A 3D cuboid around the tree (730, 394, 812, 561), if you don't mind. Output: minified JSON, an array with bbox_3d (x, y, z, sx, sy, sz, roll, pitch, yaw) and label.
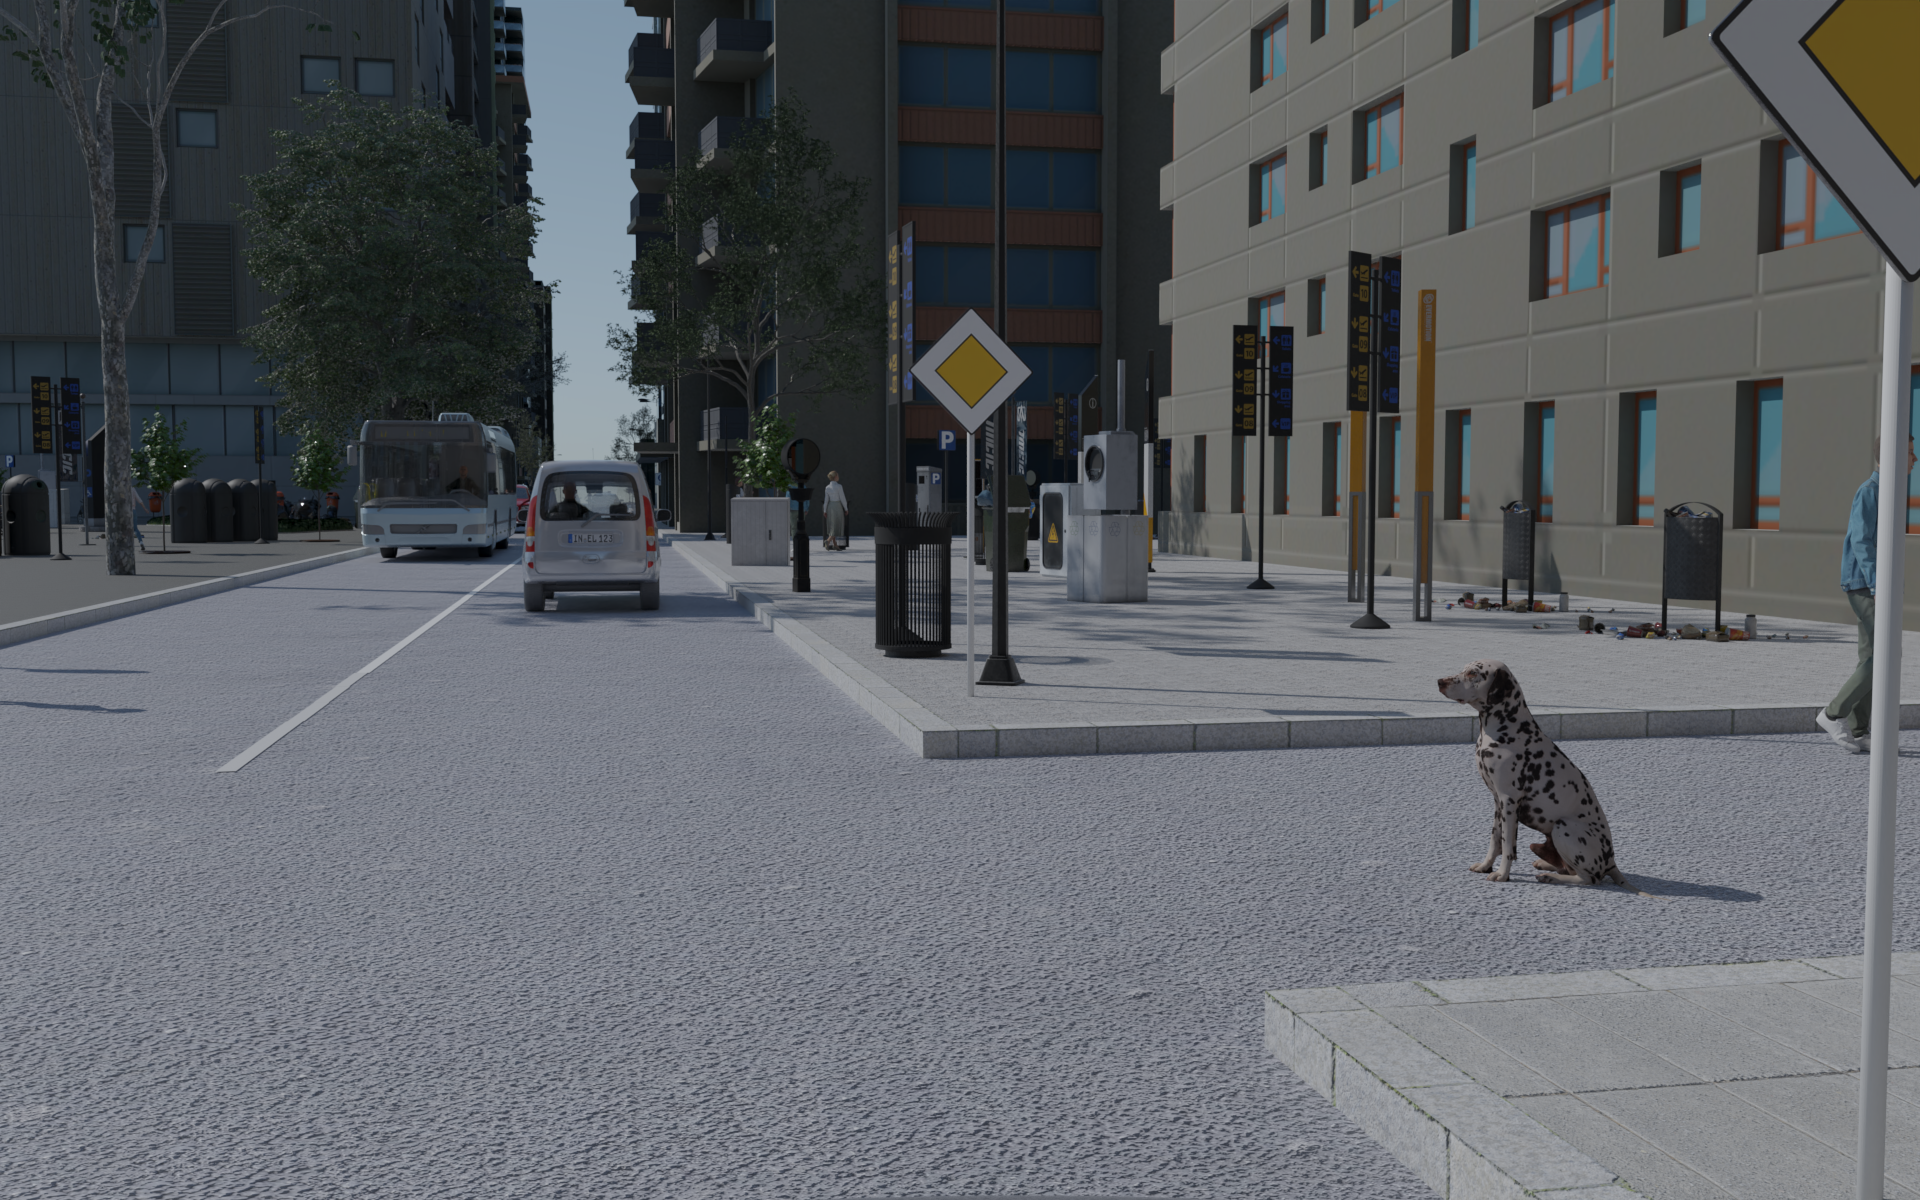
[{"bbox_3d":[-3.485,-2.384,33.579,1.663,3.219,1.824,0,3,0],"label":"tree"}]

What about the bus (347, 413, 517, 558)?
[{"bbox_3d":[-12.366,-2.871,41.804,2.948,3.499,13.247,-1,4,-11],"label":"bus"}]

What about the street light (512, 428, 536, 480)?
[{"bbox_3d":[-30.654,-9.079,120.976,1.470,5.913,1.316,-1,4,-11],"label":"street light"}]

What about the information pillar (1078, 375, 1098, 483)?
[{"bbox_3d":[2.529,-2.615,34.110,0.504,3.616,0.183,-3,5,-43],"label":"information pillar"}]

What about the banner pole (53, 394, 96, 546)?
[{"bbox_3d":[-22.052,-3.249,43.137,0.863,3.779,0.401,-2,4,-31],"label":"banner pole"}]

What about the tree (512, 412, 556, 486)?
[{"bbox_3d":[-37.630,-12.327,151.902,4.360,8.622,3.978,0,3,0],"label":"tree"}]

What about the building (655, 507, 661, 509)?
[{"bbox_3d":[-25.135,-54.037,196.181,22.319,86.520,31.000,-1,4,-11],"label":"building"}]

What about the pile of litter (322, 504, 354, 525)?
[{"bbox_3d":[-25.898,-3.556,72.102,1.176,0.858,1.719,2,4,32],"label":"pile of litter"}]

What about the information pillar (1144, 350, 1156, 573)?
[{"bbox_3d":[3.102,-2.269,28.454,0.183,3.616,0.504,0,4,-2],"label":"information pillar"}]

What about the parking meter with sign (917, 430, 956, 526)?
[{"bbox_3d":[-0.837,-3.161,47.951,0.543,3.016,1.738,-2,4,-34],"label":"parking meter with sign"}]

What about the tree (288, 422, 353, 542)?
[{"bbox_3d":[-17.112,-3.177,46.548,1.663,3.219,1.824,0,3,0],"label":"tree"}]

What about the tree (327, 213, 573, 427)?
[{"bbox_3d":[-22.196,-10.094,75.403,12.009,13.543,11.850,0,3,0],"label":"tree"}]

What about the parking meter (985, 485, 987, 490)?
[{"bbox_3d":[0.481,-2.072,42.291,0.372,1.533,0.369,0,3,0],"label":"parking meter"}]

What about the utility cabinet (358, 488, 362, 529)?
[{"bbox_3d":[-21.376,-3.344,63.346,1.173,1.500,0.318,0,4,-5],"label":"utility cabinet"}]

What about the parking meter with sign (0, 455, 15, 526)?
[{"bbox_3d":[-42.756,-4.917,76.657,0.543,3.016,1.738,2,4,25],"label":"parking meter with sign"}]

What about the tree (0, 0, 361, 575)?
[{"bbox_3d":[-13.965,-10.378,25.574,12.611,20.169,13.585,0,3,0],"label":"tree"}]

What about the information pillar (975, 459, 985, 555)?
[{"bbox_3d":[0.363,-1.964,36.597,0.304,2.012,0.304,0,4,4],"label":"information pillar"}]

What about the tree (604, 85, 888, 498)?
[{"bbox_3d":[-4.560,-6.410,39.218,7.601,10.594,8.767,0,4,-6],"label":"tree"}]

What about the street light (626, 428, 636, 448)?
[{"bbox_3d":[-22.615,-9.167,122.428,1.470,5.913,1.316,-1,4,-11],"label":"street light"}]

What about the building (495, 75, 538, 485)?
[{"bbox_3d":[-55.056,-31.938,176.814,22.147,44.769,28.867,-1,4,-11],"label":"building"}]

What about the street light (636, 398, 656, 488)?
[{"bbox_3d":[-15.143,-6.928,85.819,1.470,5.913,1.316,-1,4,-11],"label":"street light"}]

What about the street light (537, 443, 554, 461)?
[{"bbox_3d":[-39.859,-11.842,166.150,1.470,5.913,1.316,-1,4,-11],"label":"street light"}]

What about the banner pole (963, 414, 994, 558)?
[{"bbox_3d":[0.473,-2.735,34.733,0.863,3.779,0.401,-2,4,-25],"label":"banner pole"}]

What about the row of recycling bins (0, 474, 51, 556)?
[{"bbox_3d":[-20.543,-1.730,35.391,1.069,1.692,3.534,3,5,40],"label":"row of recycling bins"}]

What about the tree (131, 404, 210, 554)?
[{"bbox_3d":[-17.315,-2.612,37.312,1.663,3.219,1.824,0,3,0],"label":"tree"}]

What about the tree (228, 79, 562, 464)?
[{"bbox_3d":[-17.805,-9.046,54.556,9.857,13.997,8.962,0,3,0],"label":"tree"}]

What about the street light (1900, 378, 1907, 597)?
[{"bbox_3d":[1.481,-1.856,2.880,1.470,5.913,1.316,-1,4,-11],"label":"street light"}]

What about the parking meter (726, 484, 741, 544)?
[{"bbox_3d":[-5.846,-2.219,44.689,0.372,1.533,0.369,0,3,0],"label":"parking meter"}]

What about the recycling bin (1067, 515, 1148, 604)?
[{"bbox_3d":[1.762,-0.499,20.710,0.722,1.027,0.722,-2,4,-34],"label":"recycling bin"}]

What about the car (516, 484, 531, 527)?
[{"bbox_3d":[-16.949,-3.437,64.865,2.281,1.827,5.304,-1,4,-13],"label":"car"}]

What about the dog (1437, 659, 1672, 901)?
[{"bbox_3d":[2.225,0.642,6.346,0.513,0.831,0.800,-3,5,-44],"label":"dog"}]

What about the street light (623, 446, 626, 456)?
[{"bbox_3d":[-29.901,-11.388,158.730,1.470,5.913,1.316,-1,4,-11],"label":"street light"}]

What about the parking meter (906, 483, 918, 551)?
[{"bbox_3d":[-1.145,-1.898,39.442,0.372,1.533,0.369,0,3,0],"label":"parking meter"}]

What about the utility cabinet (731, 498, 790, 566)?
[{"bbox_3d":[-3.567,-1.213,31.000,1.020,1.237,0.306,0,4,3],"label":"utility cabinet"}]

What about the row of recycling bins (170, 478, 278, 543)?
[{"bbox_3d":[-19.732,-2.418,46.641,1.069,1.692,3.534,1,4,19],"label":"row of recycling bins"}]

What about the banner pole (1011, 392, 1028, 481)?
[{"bbox_3d":[1.375,-3.120,41.036,0.401,3.779,0.863,-2,4,-29],"label":"banner pole"}]

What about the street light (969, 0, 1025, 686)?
[{"bbox_3d":[-0.260,-2.379,11.440,1.470,5.913,1.316,-1,4,-11],"label":"street light"}]

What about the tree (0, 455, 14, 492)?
[{"bbox_3d":[-39.381,-4.607,69.924,1.663,3.219,1.824,0,3,0],"label":"tree"}]

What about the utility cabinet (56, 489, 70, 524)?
[{"bbox_3d":[-38.071,-3.930,72.929,1.173,1.500,0.318,1,4,18],"label":"utility cabinet"}]

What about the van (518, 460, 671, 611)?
[{"bbox_3d":[-4.779,-0.955,22.623,2.013,2.044,4.112,-1,4,-11],"label":"van"}]

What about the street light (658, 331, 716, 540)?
[{"bbox_3d":[-7.467,-4.600,47.757,1.470,5.913,1.316,-1,4,-11],"label":"street light"}]

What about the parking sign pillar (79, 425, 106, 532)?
[{"bbox_3d":[-29.312,-4.320,59.100,1.447,3.967,1.447,1,4,14],"label":"parking sign pillar"}]
